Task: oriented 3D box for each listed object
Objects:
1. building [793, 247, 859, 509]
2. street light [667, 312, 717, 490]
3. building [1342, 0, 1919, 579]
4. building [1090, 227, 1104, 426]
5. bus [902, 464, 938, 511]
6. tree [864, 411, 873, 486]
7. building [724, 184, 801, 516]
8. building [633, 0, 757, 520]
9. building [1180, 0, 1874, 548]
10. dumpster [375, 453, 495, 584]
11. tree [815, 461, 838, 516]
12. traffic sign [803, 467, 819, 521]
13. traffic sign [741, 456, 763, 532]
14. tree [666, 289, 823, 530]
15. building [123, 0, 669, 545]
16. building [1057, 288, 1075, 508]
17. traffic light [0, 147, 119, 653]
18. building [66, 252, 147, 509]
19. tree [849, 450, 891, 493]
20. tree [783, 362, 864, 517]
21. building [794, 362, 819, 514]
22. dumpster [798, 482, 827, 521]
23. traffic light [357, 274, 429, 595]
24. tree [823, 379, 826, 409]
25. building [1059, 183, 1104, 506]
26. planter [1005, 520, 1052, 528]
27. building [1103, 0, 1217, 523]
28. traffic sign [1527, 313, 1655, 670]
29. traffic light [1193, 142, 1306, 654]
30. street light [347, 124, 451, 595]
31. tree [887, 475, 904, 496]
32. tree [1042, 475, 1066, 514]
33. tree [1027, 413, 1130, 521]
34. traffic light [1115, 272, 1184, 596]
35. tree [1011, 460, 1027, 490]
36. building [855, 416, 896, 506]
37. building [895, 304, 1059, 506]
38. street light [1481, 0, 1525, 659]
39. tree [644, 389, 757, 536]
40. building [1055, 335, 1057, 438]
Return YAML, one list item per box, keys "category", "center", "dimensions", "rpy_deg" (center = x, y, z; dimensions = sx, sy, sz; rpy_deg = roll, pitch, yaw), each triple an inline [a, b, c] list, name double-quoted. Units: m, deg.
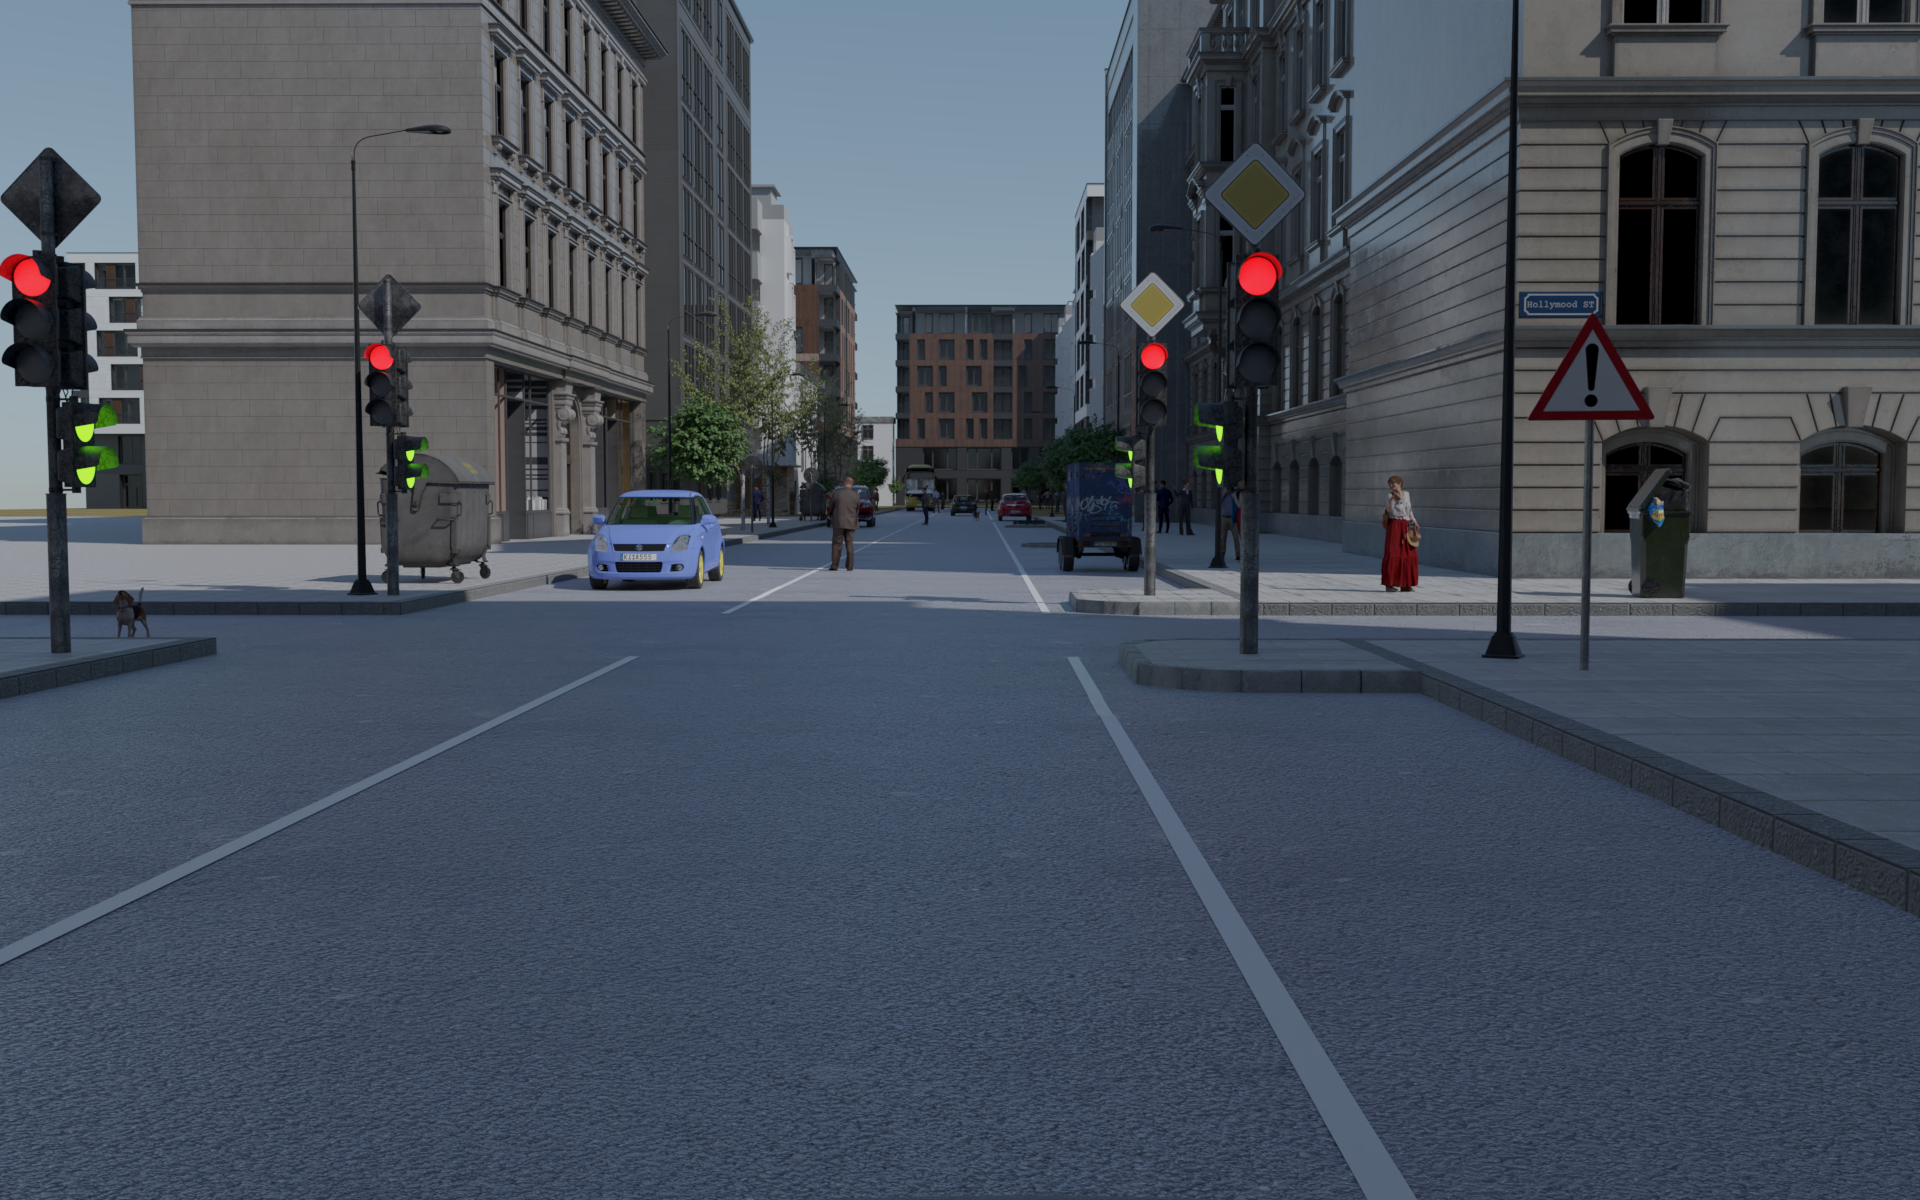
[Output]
- category: "building"
  center: [-26.265, -19.162, 157.268]
  dimensions: [32.646, 21.610, 27.936]
  rpy_deg: [0, 4, 1]
- category: "street light"
  center: [-6.885, -4.387, 44.270]
  dimensions: [1.470, 5.913, 1.316]
  rpy_deg: [0, 4, 1]
- category: "building"
  center: [25.286, -12.928, 30.461]
  dimensions: [34.723, 24.649, 14.460]
  rpy_deg: [0, 4, 1]
- category: "building"
  center: [16.269, -15.405, 108.285]
  dimensions: [16.016, 20.091, 11.380]
  rpy_deg: [0, 4, 1]
- category: "bus"
  center: [-3.316, -9.488, 146.678]
  dimensions: [2.896, 3.916, 12.252]
  rpy_deg: [0, 4, -1]
- category: "tree"
  center: [-7.387, -9.511, 105.864]
  dimensions: [4.360, 8.622, 3.978]
  rpy_deg: [0, 3, 0]
- category: "building"
  center: [-17.871, -15.141, 103.971]
  dimensions: [16.016, 20.091, 11.380]
  rpy_deg: [0, 4, 1]
- category: "building"
  center: [-17.585, -17.313, 76.579]
  dimensions: [14.314, 27.812, 24.014]
  rpy_deg: [0, 4, 1]
- category: "building"
  center: [15.143, -14.712, 59.633]
  dimensions: [14.460, 24.649, 34.723]
  rpy_deg: [0, 4, 1]
- category: "dumpster"
  center: [-7.700, -1.205, 25.452]
  dimensions: [1.264, 1.857, 1.865]
  rpy_deg: [0, 4, 1]
- category: "tree"
  center: [-7.872, -6.543, 101.584]
  dimensions: [1.663, 3.219, 1.824]
  rpy_deg: [0, 3, 0]
- category: "traffic sign"
  center: [-7.037, -5.002, 81.895]
  dimensions: [0.768, 2.556, 0.104]
  rpy_deg: [0, 4, 5]
- category: "traffic sign"
  center: [-6.948, -3.530, 57.828]
  dimensions: [0.768, 2.556, 0.104]
  rpy_deg: [1, 4, 9]
- category: "tree"
  center: [-7.990, -6.809, 61.691]
  dimensions: [4.737, 8.622, 4.395]
  rpy_deg: [0, 3, 0]
- category: "building"
  center: [-16.273, -11.846, 44.590]
  dimensions: [10.553, 20.767, 40.483]
  rpy_deg: [0, 4, 1]
- category: "building"
  center: [17.104, -18.135, 152.932]
  dimensions: [16.016, 20.091, 11.380]
  rpy_deg: [0, 4, 1]
- category: "traffic light"
  center: [-7.257, -1.508, 13.894]
  dimensions: [0.839, 4.213, 0.868]
  rpy_deg: [0, 4, 1]
- category: "building"
  center: [-58.916, -19.138, 156.884]
  dimensions: [32.646, 21.610, 27.936]
  rpy_deg: [0, 4, 1]
- category: "tree"
  center: [-6.826, -8.988, 130.674]
  dimensions: [4.285, 4.588, 4.351]
  rpy_deg: [0, 3, 0]
- category: "tree"
  center: [-7.916, -8.886, 95.643]
  dimensions: [4.360, 8.622, 3.978]
  rpy_deg: [0, 3, 0]
- category: "building"
  center: [-14.642, -11.148, 124.423]
  dimensions: [9.099, 9.664, 28.070]
  rpy_deg: [0, 4, 1]
- category: "dumpster"
  center: [-7.093, -4.737, 83.203]
  dimensions: [1.264, 1.857, 1.865]
  rpy_deg: [0, 4, 0]
- category: "traffic light"
  center: [-7.179, -1.996, 21.879]
  dimensions: [0.839, 4.213, 0.868]
  rpy_deg: [0, 4, 1]
- category: "tree"
  center: [-7.619, -7.369, 70.843]
  dimensions: [4.737, 8.622, 4.395]
  rpy_deg: [0, 3, 0]
- category: "building"
  center: [22.410, -17.503, 130.152]
  dimensions: [27.936, 21.610, 32.646]
  rpy_deg: [0, 4, 1]
- category: "planter"
  center: [2.927, -3.264, 74.499]
  dimensions: [1.991, 0.319, 1.994]
  rpy_deg: [0, 4, 1]
- category: "building"
  center: [13.952, -16.449, 86.958]
  dimensions: [12.078, 24.808, 19.932]
  rpy_deg: [0, 4, 1]
- category: "traffic sign"
  center: [4.555, -0.768, 12.563]
  dimensions: [0.884, 2.594, 0.081]
  rpy_deg: [0, 4, 6]
- category: "traffic light"
  center: [2.304, -1.503, 13.818]
  dimensions: [0.839, 4.213, 0.868]
  rpy_deg: [0, 4, 1]
- category: "street light"
  center: [-7.079, -3.018, 21.891]
  dimensions: [1.470, 5.913, 1.316]
  rpy_deg: [0, 4, 1]
- category: "tree"
  center: [-6.473, -10.685, 169.306]
  dimensions: [1.663, 3.219, 1.824]
  rpy_deg: [0, 3, 0]
- category: "tree"
  center: [6.347, -7.296, 113.893]
  dimensions: [1.663, 3.219, 1.824]
  rpy_deg: [0, 3, 0]
- category: "tree"
  center: [5.469, -5.270, 69.871]
  dimensions: [4.285, 4.588, 4.351]
  rpy_deg: [0, 3, 0]
- category: "traffic light"
  center: [2.382, -1.991, 21.803]
  dimensions: [0.839, 4.213, 0.868]
  rpy_deg: [0, 4, 1]
- category: "tree"
  center: [5.168, -6.055, 82.710]
  dimensions: [4.285, 4.588, 4.351]
  rpy_deg: [0, 3, 0]
- category: "building"
  center: [-21.182, -15.054, 188.274]
  dimensions: [28.070, 9.664, 9.099]
  rpy_deg: [0, 4, 1]
- category: "building"
  center: [9.391, -21.605, 197.212]
  dimensions: [32.646, 21.610, 27.936]
  rpy_deg: [0, 4, 1]
- category: "street light"
  center: [3.732, -2.502, 13.455]
  dimensions: [1.470, 5.913, 1.316]
  rpy_deg: [0, 4, 1]
- category: "tree"
  center: [-7.880, -4.263, 53.410]
  dimensions: [4.285, 4.588, 4.351]
  rpy_deg: [0, 3, 0]
- category: "building"
  center: [17.144, -18.830, 164.291]
  dimensions: [16.016, 20.091, 11.380]
  rpy_deg: [0, 4, 1]
